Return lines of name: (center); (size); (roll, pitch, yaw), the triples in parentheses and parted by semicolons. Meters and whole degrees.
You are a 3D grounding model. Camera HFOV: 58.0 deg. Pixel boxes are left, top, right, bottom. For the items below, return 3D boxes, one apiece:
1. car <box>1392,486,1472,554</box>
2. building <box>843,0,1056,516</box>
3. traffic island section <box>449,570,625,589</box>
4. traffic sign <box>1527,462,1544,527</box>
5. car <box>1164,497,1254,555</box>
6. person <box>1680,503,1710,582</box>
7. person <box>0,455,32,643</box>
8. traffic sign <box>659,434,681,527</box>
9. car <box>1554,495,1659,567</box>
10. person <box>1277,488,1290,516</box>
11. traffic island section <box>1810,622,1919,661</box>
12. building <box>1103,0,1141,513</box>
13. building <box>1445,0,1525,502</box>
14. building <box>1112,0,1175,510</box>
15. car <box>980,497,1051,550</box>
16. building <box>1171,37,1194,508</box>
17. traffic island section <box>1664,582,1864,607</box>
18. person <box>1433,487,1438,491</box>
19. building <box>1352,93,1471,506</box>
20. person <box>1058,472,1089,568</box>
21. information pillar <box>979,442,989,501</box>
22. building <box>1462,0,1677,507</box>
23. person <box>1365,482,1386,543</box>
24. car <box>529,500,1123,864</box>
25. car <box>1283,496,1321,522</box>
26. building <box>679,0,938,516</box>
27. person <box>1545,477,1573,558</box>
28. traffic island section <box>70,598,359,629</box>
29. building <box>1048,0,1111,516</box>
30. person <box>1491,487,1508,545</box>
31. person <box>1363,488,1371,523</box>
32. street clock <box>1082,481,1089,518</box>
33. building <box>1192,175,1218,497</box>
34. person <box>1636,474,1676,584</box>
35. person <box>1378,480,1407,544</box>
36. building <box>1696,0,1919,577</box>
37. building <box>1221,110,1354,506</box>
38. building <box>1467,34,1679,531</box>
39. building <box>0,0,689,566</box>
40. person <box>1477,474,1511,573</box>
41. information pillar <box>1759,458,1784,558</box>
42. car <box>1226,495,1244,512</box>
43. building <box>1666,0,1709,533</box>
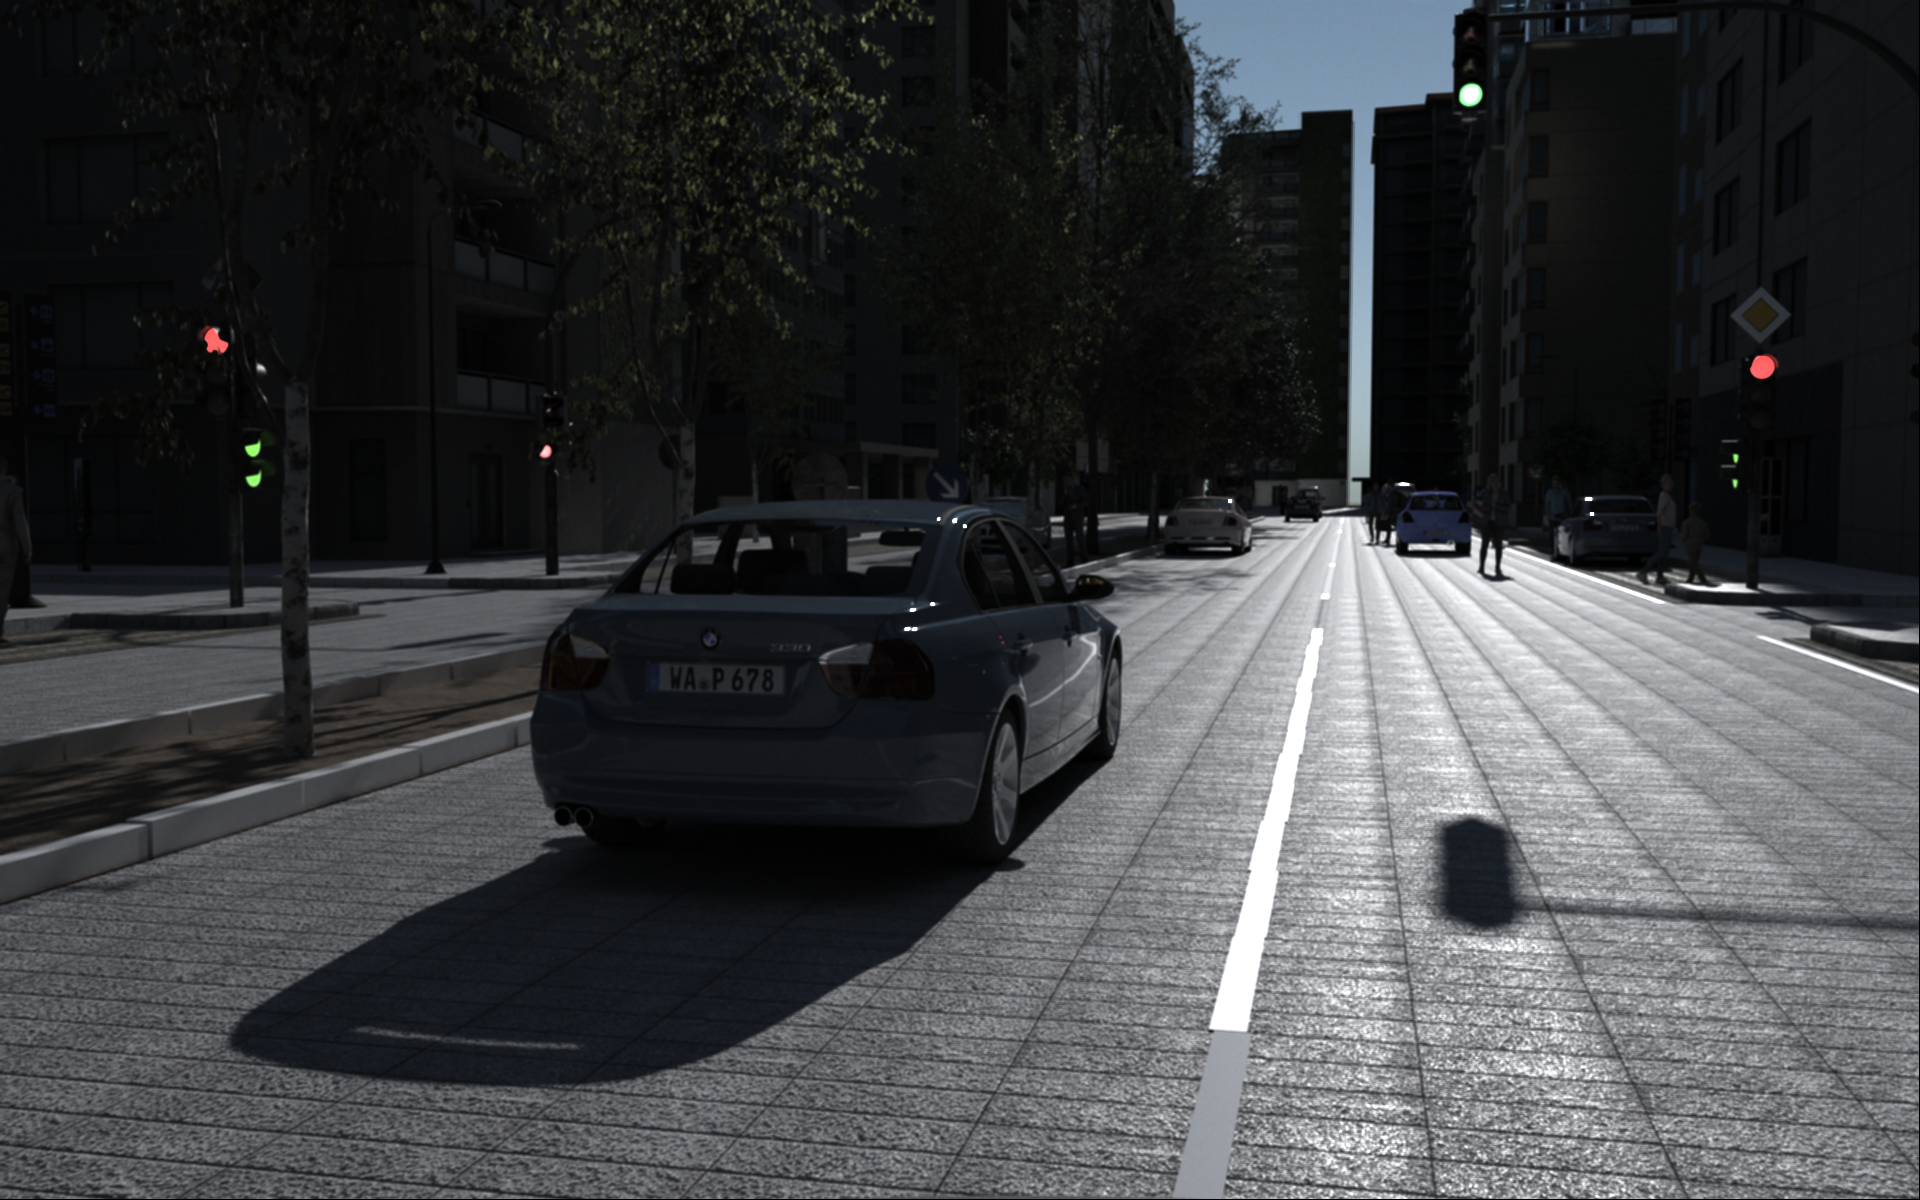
car: (11.645, -2.024, 42.686); (1.945, 1.707, 3.694); (1, 4, 12)
building: (-2.751, -19.840, 96.081); (14.160, 30.474, 14.107); (1, 4, 13)
traffic island section: (-6.488, -0.319, 27.493); (2.009, 0.180, 2.903); (1, 4, 13)
traffic sign: (22.231, -4.076, 66.749); (0.768, 2.556, 0.104); (1, 4, 21)
car: (6.055, -1.816, 42.053); (2.083, 1.381, 4.827); (1, 4, 13)
person: (10.936, -0.798, 25.818); (0.475, 1.303, 0.640); (-2, 4, -24)
person: (-9.232, -0.485, 16.548); (0.709, 1.813, 0.853); (-1, 4, -14)
traffic sign: (-6.079, -2.251, 36.917); (0.768, 2.556, 0.104); (1, 4, 16)
car: (13.235, -1.428, 35.357); (2.014, 1.417, 4.499); (1, 4, 13)
person: (21.348, -6.477, 114.413); (0.705, 1.823, 1.348); (-2, 4, -30)
traffic island section: (9.078, 0.395, 15.830); (2.009, 0.180, 2.903); (1, 4, 13)
building: (2.742, -42.106, 126.686); (20.563, 71.187, 20.611); (1, 4, 13)
building: (55.544, -32.520, 151.314); (23.786, 49.044, 30.456); (1, 4, 13)
building: (6.566, -32.105, 148.619); (21.300, 48.544, 21.600); (1, 4, 13)
car: (1.148, -1.910, 43.589); (2.083, 1.381, 4.827); (1, 4, 12)
building: (14.922, -31.715, 168.645); (14.200, 45.320, 14.600); (1, 4, 13)
traffic island section: (10.824, -0.082, 23.622); (2.009, 0.180, 2.903); (1, 4, 13)
person: (23.417, -4.693, 85.459); (0.478, 1.798, 0.641); (-3, 4, -39)
building: (57.607, -32.621, 187.973); (28.867, 44.769, 22.147); (1, 4, 13)
person: (2.178, -1.525, 33.233); (0.655, 1.846, 0.447); (2, 4, 33)
information pillar: (0.988, -4.962, 72.484); (0.183, 3.616, 0.504); (-3, 5, -44)
building: (48.080, -49.373, 119.912); (22.319, 86.520, 31.000); (1, 4, 13)
person: (12.241, -2.578, 50.988); (0.601, 1.785, 0.444); (1, 4, 17)
car: (-0.352, 0.237, 8.135); (2.014, 1.417, 4.499); (1, 4, 14)
car: (17.818, -4.754, 90.307); (1.945, 1.354, 3.894); (1, 4, 11)
building: (-17.760, -22.781, 64.350); (32.217, 40.220, 23.993); (1, 4, 13)
person: (13.388, -1.842, 38.639); (0.660, 1.820, 0.620); (2, 4, 32)
traffic island section: (-8.234, 0.158, 19.700); (2.009, 0.180, 2.903); (1, 4, 13)
building: (1.677, -28.083, 109.275); (14.600, 45.320, 14.200); (1, 4, 13)
person: (14.909, -2.403, 48.139); (0.444, 1.785, 0.601); (-3, 4, -37)
person: (20.356, -4.711, 86.369); (0.563, 1.720, 0.643); (2, 4, 34)
street clock: (6.915, -5.509, 94.645); (0.471, 2.002, 0.358); (-2, 4, -31)
building: (18.858, -31.187, 201.786); (23.993, 40.220, 32.217); (1, 4, 13)
person: (11.056, -1.119, 27.463); (0.598, 1.740, 0.731); (1, 4, 12)
person: (12.372, -2.502, 49.378); (0.822, 1.834, 0.622); (2, 4, 31)
building: (26.617, -36.208, 30.257); (20.611, 71.187, 20.563); (1, 4, 13)
building: (35.519, -30.914, 189.042); (14.086, 41.232, 14.154); (1, 4, 13)
building: (38.228, -14.224, 77.601); (27.650, 21.520, 28.899); (1, 4, 13)
building: (-14.939, -21.556, 36.034); (14.154, 41.232, 14.086); (1, 4, 13)
person: (9.719, -1.393, 31.460); (0.537, 1.800, 0.526); (2, 4, 35)
information pillar: (16.390, -1.865, 34.992); (0.304, 2.012, 0.304); (-1, 4, -11)
car: (20.229, -7.146, 129.422); (1.945, 1.354, 3.894); (1, 4, 14)
building: (28.619, -24.326, 47.837); (14.600, 45.320, 14.200); (1, 4, 13)
